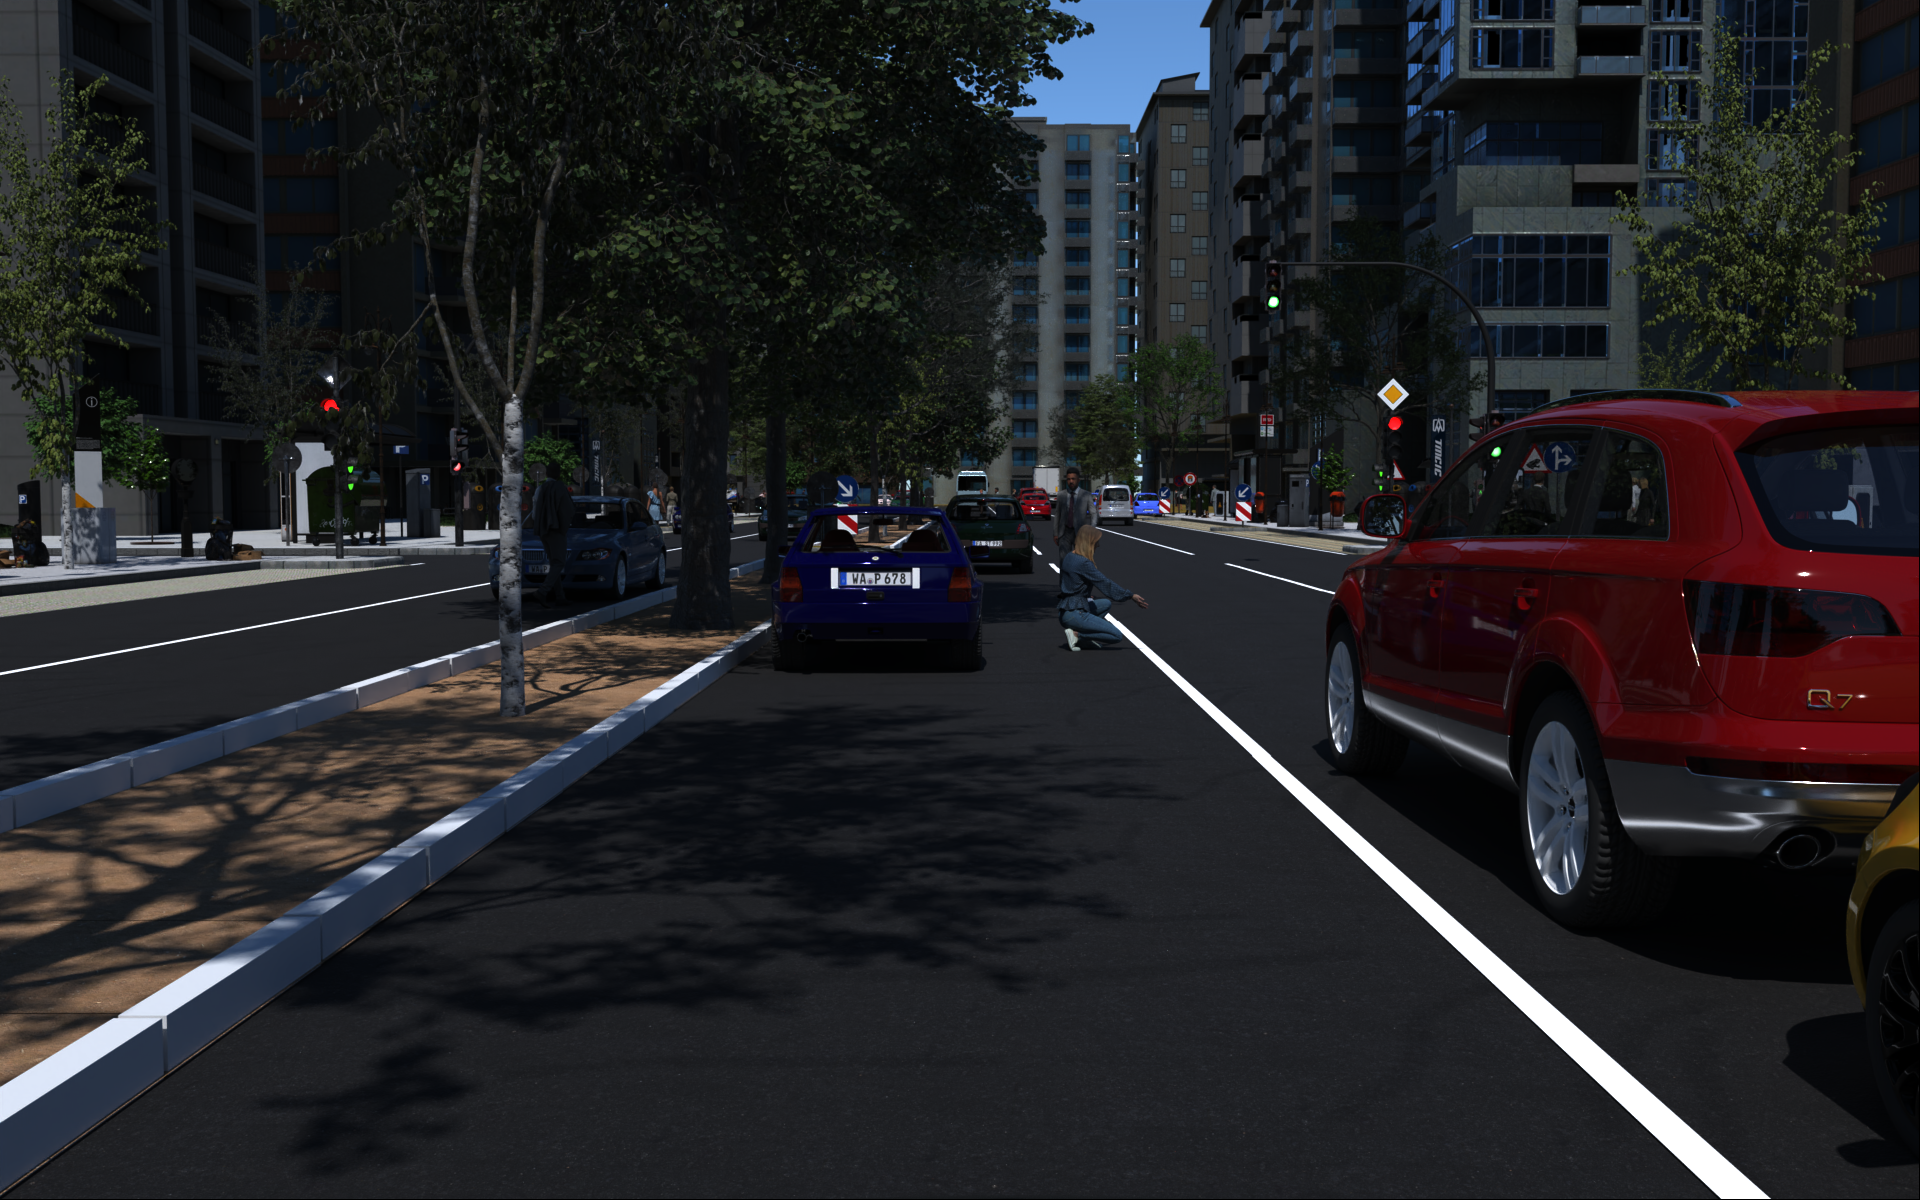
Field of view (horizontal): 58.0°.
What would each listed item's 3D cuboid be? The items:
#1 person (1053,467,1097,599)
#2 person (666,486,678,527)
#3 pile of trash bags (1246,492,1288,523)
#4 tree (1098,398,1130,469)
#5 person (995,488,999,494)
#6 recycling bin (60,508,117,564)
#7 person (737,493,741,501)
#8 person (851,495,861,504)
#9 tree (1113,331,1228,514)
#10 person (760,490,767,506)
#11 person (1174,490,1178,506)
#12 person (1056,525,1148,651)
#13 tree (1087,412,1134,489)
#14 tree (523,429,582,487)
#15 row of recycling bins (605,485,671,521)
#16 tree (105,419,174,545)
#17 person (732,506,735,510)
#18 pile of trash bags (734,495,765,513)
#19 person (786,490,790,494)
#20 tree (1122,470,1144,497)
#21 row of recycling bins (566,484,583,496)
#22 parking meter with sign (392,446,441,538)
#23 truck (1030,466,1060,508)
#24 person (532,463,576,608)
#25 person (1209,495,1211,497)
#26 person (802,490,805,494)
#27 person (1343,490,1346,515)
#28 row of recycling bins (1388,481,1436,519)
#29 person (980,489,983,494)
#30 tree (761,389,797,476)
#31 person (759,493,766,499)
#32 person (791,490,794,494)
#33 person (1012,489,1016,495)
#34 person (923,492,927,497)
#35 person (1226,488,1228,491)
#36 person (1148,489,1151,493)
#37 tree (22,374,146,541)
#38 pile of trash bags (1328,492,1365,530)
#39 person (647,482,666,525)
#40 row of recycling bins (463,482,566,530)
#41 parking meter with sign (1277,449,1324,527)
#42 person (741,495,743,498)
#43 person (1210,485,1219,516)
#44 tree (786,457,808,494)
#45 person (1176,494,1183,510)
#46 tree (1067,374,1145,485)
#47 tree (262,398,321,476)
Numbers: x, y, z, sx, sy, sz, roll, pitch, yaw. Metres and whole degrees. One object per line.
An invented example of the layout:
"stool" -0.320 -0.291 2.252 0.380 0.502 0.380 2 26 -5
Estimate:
"person" 1.554 -0.900 23.484 0.678 1.792 0.850 1 4 18
"person" -12.450 -4.023 74.823 0.519 1.759 0.362 -1 4 -16
"pile of trash bags" 13.711 -4.137 77.386 1.912 1.369 3.447 1 4 21
"tree" 13.850 -17.146 190.700 12.009 13.543 11.850 0 3 0
"person" 2.003 -5.387 96.761 0.466 1.800 0.511 -1 4 -20
"recycling bin" -16.097 -1.190 32.005 0.722 1.027 0.722 0 4 -4
"person" -24.836 -11.347 194.790 0.599 1.433 0.991 1 4 19
"person" -7.489 -6.935 121.964 1.350 1.814 0.705 -3 5 -39
"tree" 13.338 -11.271 110.034 9.928 11.665 9.643 0 3 0
"person" -21.693 -11.316 191.775 1.217 1.736 0.721 -1 4 -10
"person" 22.300 -10.534 179.074 0.445 1.727 0.742 -1 4 -10
"person" 1.232 -0.125 16.043 0.738 1.151 1.012 -1 4 -13
"tree" 13.499 -12.314 151.696 4.360 8.622 3.978 0 3 0
"tree" -20.762 -6.349 87.526 4.285 4.588 4.351 0 3 0
"row of recycling bins" -15.004 -4.519 81.005 1.069 1.692 3.534 3 5 43
"tree" -20.643 -3.039 44.287 1.663 3.219 1.824 0 3 0
"person" -18.263 -8.080 138.826 0.721 1.739 1.217 0 4 8
"pile of trash bags" -14.754 -6.516 116.282 3.447 1.369 1.912 0 4 -6
"person" -18.727 -11.128 187.945 1.348 1.831 0.705 2 4 27
"tree" 13.490 -8.617 135.496 1.663 3.219 1.824 0 3 0
"row of recycling bins" -16.879 -4.017 72.794 1.069 1.692 3.534 1 4 13
"parking meter with sign" -16.069 -3.368 51.322 1.738 3.016 0.543 3 4 37
"truck" 8.623 -11.424 175.700 2.839 4.237 11.283 0 4 1
"person" -5.133 -0.816 21.935 0.679 1.850 0.850 2 4 26
"person" 22.648 -9.390 160.248 1.217 1.739 0.721 0 4 1
"person" -16.793 -11.041 187.012 0.568 1.767 0.683 -1 4 -22
"person" 21.072 -5.474 95.324 0.755 1.850 0.659 2 4 34
"row of recycling bins" 15.010 -2.964 55.570 1.069 1.692 3.534 -2 4 -24
"person" 1.451 -6.914 122.089 0.434 1.755 0.990 0 4 8
"tree" -13.869 -15.012 162.450 9.611 12.733 9.660 0 3 0
"person" -20.206 -10.232 176.528 0.628 1.438 0.799 1 4 12
"person" -18.521 -11.350 191.559 1.348 1.831 0.705 3 5 40
"person" 3.561 -6.330 112.540 0.362 1.759 0.519 -1 4 -10
"person" -3.861 -10.579 181.990 1.217 1.766 0.721 2 4 25
"person" 19.236 -7.268 125.587 1.217 1.735 0.721 -2 4 -26
"person" 20.758 -11.176 188.905 0.705 1.807 1.348 -2 4 -28
"tree" -24.064 -3.917 47.763 4.285 4.588 4.351 0 3 0
"pile of trash bags" 14.663 -3.192 61.948 1.912 1.369 3.447 -3 5 -43
"person" -9.685 -2.851 55.202 0.616 1.811 0.778 0 4 -5
"row of recycling bins" -16.112 -3.368 62.177 3.534 1.692 1.069 -1 4 -22
"parking meter with sign" 13.154 -4.335 67.137 1.738 3.016 0.543 2 4 35
"person" -20.486 -9.749 165.378 0.705 1.831 1.348 2 4 24
"person" 14.760 -5.745 100.073 0.635 1.810 0.391 -3 4 -37
"tree" -14.602 -10.092 148.719 4.285 4.588 4.351 0 3 0
"person" 17.601 -7.869 137.895 0.799 1.438 0.628 1 4 21
"tree" 13.504 -15.002 163.409 7.486 12.596 7.792 0 3 0
"tree" -21.991 -4.611 59.096 4.285 4.588 4.351 0 3 0
